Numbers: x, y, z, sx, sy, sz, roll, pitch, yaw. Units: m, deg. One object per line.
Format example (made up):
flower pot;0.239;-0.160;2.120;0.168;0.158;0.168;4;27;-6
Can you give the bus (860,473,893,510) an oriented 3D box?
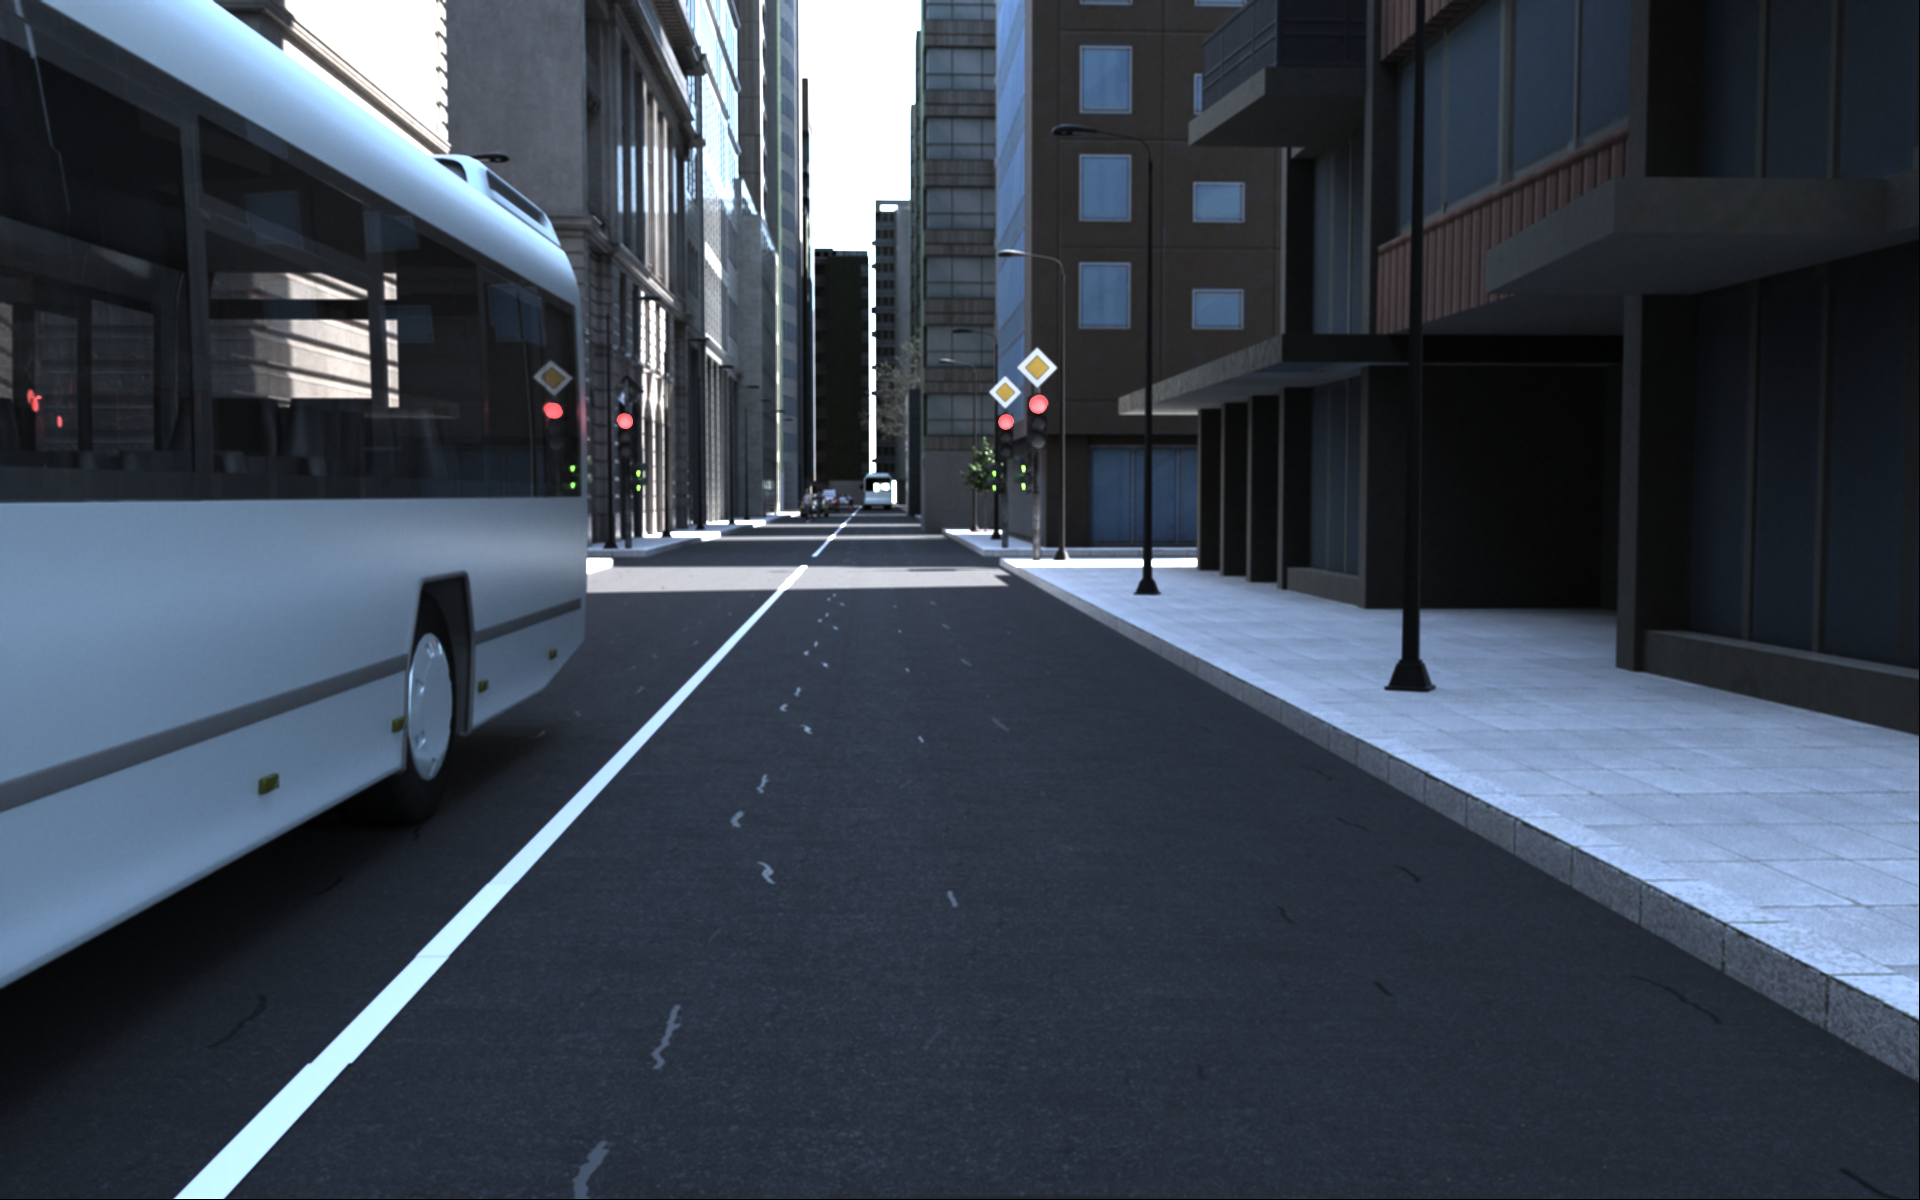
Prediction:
bus;-7.738;-10.148;160.786;2.948;3.499;13.247;0;4;-4

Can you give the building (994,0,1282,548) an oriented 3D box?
building;8.427;-24.271;46.942;14.200;45.320;14.600;0;4;-3

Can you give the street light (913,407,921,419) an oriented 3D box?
street light;-1.634;-7.326;92.316;1.470;5.913;1.316;0;4;-3

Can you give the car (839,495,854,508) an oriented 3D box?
car;-12.040;-10.241;179.801;2.083;1.381;4.827;0;4;-3

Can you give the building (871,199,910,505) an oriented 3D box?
building;0.960;-32.047;215.843;23.993;40.220;32.217;0;4;-3

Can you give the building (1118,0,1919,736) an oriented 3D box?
building;14.251;-22.102;15.995;22.147;44.769;28.867;0;4;-3

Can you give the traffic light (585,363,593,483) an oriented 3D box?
traffic light;-7.397;-2.680;32.742;0.839;4.253;0.868;0;4;-3

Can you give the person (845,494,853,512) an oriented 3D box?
person;-8.749;-7.625;136.398;0.697;1.427;0.421;0;4;-2

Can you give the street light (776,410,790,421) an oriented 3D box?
street light;-10.355;-7.542;95.846;1.470;5.913;1.316;0;4;-3

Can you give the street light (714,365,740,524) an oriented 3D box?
street light;-8.830;-5.494;62.367;1.470;5.913;1.316;0;4;-3

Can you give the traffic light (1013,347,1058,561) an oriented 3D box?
traffic light;1.453;-2.708;33.201;0.839;4.253;0.868;0;4;-3

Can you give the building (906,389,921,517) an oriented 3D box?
building;8.261;-48.122;99.472;22.319;86.520;31.000;0;4;-3

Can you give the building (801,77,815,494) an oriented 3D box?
building;-22.752;-32.600;183.122;14.200;45.320;14.600;0;4;-3

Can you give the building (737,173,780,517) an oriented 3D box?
building;-16.398;-15.156;102.550;10.420;20.320;16.860;0;4;-3

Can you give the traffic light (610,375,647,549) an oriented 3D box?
traffic light;-7.798;-3.168;40.717;0.839;4.253;0.868;0;4;-3

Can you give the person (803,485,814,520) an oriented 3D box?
person;-8.240;-5.288;94.315;0.648;1.900;0.474;2;4;35

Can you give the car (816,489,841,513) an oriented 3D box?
car;-10.490;-7.804;136.265;2.281;1.827;5.304;0;4;-4

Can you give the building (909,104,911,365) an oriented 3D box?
building;2.877;-28.959;157.077;14.154;41.232;14.086;0;4;-3

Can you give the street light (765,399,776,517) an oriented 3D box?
street light;-9.918;-6.869;84.853;1.470;5.913;1.316;0;4;-3

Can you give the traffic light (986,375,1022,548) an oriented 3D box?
traffic light;1.052;-3.196;41.176;0.839;4.253;0.868;0;4;-3

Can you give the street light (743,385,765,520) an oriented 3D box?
street light;-9.240;-6.210;74.072;1.470;5.913;1.316;0;4;-3

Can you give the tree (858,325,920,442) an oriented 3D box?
tree;-2.149;-12.961;122.278;12.009;13.543;11.850;0;3;0

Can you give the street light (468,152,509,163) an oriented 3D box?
street light;-6.832;-3.128;23.691;1.470;5.913;1.316;0;4;-3

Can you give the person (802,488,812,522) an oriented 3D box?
person;-7.691;-4.791;87.500;0.731;1.740;0.598;2;4;34

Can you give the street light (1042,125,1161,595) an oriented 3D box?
street light;1.858;-3.024;21.984;1.470;5.913;1.316;0;4;-3

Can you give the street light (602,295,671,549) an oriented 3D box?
street light;-7.686;-4.163;40.613;1.470;5.913;1.316;0;4;-3

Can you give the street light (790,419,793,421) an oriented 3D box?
street light;-11.010;-8.221;106.954;1.470;5.913;1.316;0;4;-3

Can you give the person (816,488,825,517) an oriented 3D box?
person;-8.540;-5.960;106.123;0.466;1.800;0.511;1;4;10

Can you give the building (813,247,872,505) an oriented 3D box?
building;-17.594;-26.551;205.805;14.107;30.474;14.160;0;4;-3

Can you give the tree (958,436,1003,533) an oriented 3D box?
tree;0.717;-3.851;57.566;1.663;3.219;1.824;0;3;0

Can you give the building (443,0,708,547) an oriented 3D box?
building;-15.357;-12.860;52.058;13.314;21.916;24.055;0;4;-3

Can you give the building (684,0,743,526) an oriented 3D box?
building;-16.672;-18.437;78.930;11.434;29.767;29.804;0;4;-3

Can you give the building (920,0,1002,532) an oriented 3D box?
building;5.348;-23.645;70.184;14.154;41.232;14.086;0;4;-3

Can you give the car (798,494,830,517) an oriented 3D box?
car;-9.113;-6.012;108.512;2.015;1.641;3.980;0;4;-3

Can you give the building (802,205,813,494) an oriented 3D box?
building;-21.790;-24.118;166.031;14.160;30.474;14.107;0;4;-3

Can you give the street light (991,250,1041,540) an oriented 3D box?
street light;1.418;-3.709;33.186;1.470;5.913;1.316;0;4;-3

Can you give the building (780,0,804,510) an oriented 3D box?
building;-24.181;-36.781;143.373;21.231;58.520;28.212;0;4;-3

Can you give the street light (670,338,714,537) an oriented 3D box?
street light;-8.227;-4.834;51.583;1.470;5.913;1.316;0;4;-3

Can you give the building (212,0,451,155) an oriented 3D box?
building;-18.541;-12.092;26.583;19.941;23.489;11.050;0;4;-3

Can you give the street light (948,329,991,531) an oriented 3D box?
street light;0.484;-4.663;48.774;1.470;5.913;1.316;0;4;-3

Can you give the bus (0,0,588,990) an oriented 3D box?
bus;-3.420;-0.577;4.302;2.948;3.499;13.247;0;4;-2

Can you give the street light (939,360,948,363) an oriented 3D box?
street light;-0.036;-5.346;59.952;1.470;5.913;1.316;0;4;-3

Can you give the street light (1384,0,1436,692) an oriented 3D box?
street light;2.421;-2.364;11.197;1.470;5.913;1.316;0;4;-3

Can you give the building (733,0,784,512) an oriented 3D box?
building;-19.933;-26.812;121.971;14.154;41.232;14.086;0;4;-3
